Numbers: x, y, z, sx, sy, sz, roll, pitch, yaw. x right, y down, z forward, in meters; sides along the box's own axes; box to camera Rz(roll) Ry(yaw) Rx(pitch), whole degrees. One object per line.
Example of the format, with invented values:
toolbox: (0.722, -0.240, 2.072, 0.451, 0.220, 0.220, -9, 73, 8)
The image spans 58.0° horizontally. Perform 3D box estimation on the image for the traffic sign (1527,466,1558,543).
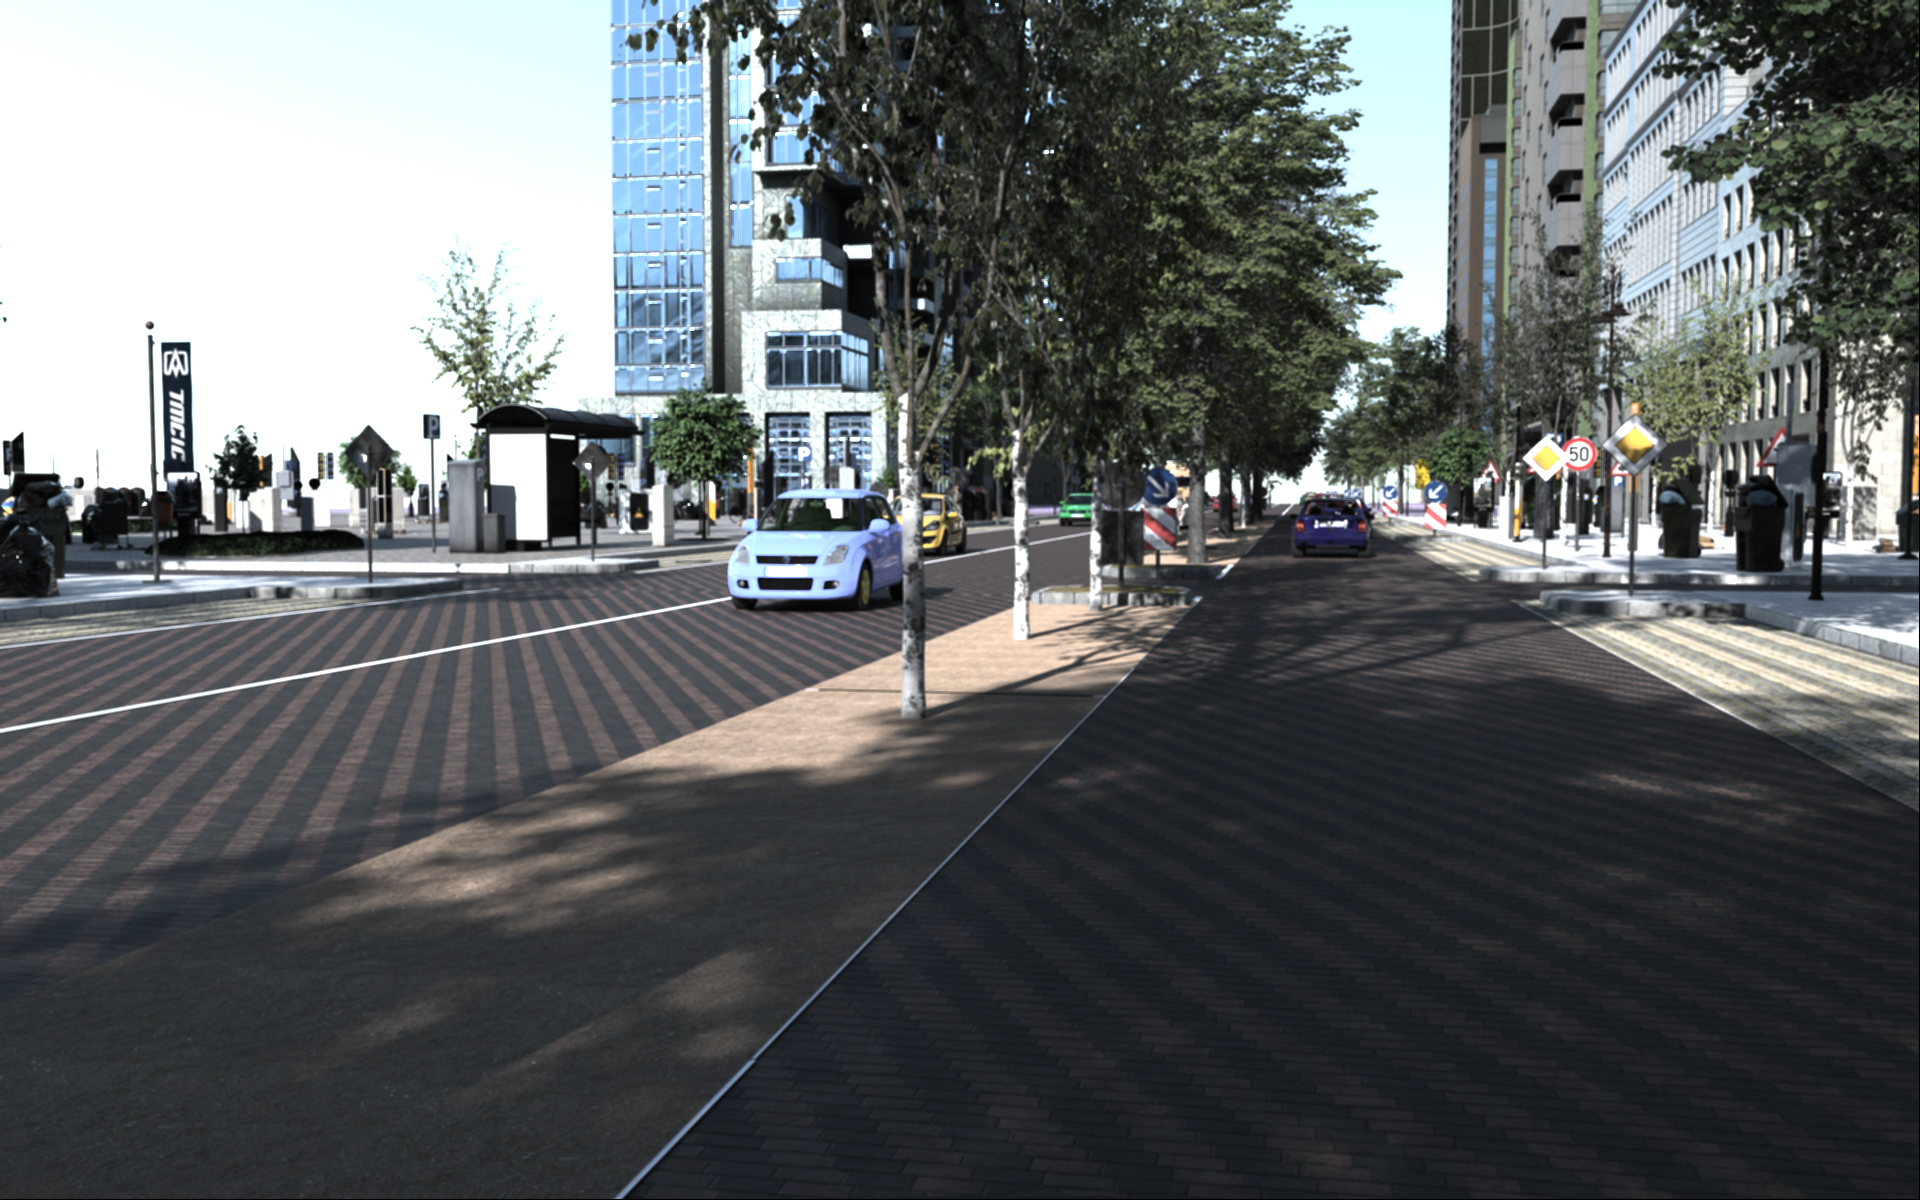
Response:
traffic sign: (15.396, -2.801, 45.806, 0.884, 2.594, 0.081, 1, 4, 12)

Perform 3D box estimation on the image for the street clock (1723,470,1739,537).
street clock: (23.081, -2.895, 51.907, 0.358, 2.002, 0.471, -1, 4, -10)

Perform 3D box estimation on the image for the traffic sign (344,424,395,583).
traffic sign: (-8.517, -1.305, 24.978, 0.795, 2.450, 0.064, 1, 4, 11)

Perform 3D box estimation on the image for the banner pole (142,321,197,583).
banner pole: (-11.473, -2.145, 25.096, 0.863, 3.779, 0.401, 0, 4, 7)

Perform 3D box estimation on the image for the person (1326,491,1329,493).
person: (40.886, -11.257, 192.517, 0.705, 1.831, 1.348, -1, 4, -9)

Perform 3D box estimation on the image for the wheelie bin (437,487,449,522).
wheelie bin: (-23.544, -4.370, 79.354, 0.693, 1.594, 0.980, 0, 4, 1)

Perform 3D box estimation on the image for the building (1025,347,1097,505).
building: (2.255, -22.859, 218.777, 27.650, 21.520, 28.899, 1, 4, 11)

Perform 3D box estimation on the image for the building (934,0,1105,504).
building: (10.851, -57.070, 245.766, 22.319, 86.520, 31.000, 1, 4, 11)

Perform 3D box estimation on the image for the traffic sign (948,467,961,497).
traffic sign: (-0.271, -4.910, 80.380, 0.768, 2.556, 0.104, 1, 4, 19)

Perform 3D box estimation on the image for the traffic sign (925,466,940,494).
traffic sign: (-1.166, -4.666, 76.388, 0.768, 2.556, 0.104, 1, 4, 14)

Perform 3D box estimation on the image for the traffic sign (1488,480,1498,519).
traffic sign: (25.554, -5.119, 83.702, 0.884, 2.594, 0.081, 1, 4, 20)

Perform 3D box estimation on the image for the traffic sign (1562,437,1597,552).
traffic sign: (13.787, -2.357, 38.635, 0.768, 2.556, 0.104, 1, 4, 18)

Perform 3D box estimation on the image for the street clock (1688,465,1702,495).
street clock: (18.330, -2.365, 43.245, 0.358, 2.002, 0.471, 1, 4, 11)

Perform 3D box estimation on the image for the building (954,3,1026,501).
building: (-1.851, -31.247, 161.005, 14.600, 45.320, 14.200, 1, 4, 11)

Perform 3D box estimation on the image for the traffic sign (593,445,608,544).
traffic sign: (-9.373, -2.709, 44.401, 0.768, 2.556, 0.104, 1, 4, 15)

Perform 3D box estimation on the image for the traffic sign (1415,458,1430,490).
traffic sign: (26.638, -6.302, 96.905, 2.265, 3.308, 0.079, 1, 4, 14)

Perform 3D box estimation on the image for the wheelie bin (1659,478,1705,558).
wheelie bin: (14.498, -1.649, 34.861, 0.980, 1.594, 0.693, -3, 5, -44)

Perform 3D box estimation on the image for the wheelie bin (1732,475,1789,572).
wheelie bin: (13.221, -1.268, 28.645, 0.693, 1.594, 0.980, 0, 4, -3)

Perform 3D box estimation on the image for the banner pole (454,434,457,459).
banner pole: (-21.161, -5.059, 72.736, 0.401, 3.779, 0.863, -1, 4, -17)

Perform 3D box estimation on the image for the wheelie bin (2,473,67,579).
wheelie bin: (-13.894, -1.118, 26.181, 0.693, 1.594, 0.980, 3, 5, 39)

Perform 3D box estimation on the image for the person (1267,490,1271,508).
person: (30.855, -10.036, 172.666, 0.705, 1.814, 1.350, 1, 4, 21)

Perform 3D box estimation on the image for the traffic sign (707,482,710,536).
traffic sign: (-7.649, -3.210, 52.586, 0.768, 2.556, 0.104, 1, 4, 16)

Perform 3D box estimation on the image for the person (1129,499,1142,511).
person: (4.997, -2.462, 49.024, 0.793, 1.790, 0.793, -1, 4, -22)

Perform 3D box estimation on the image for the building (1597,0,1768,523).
building: (39.570, -18.795, 84.789, 11.434, 29.767, 29.804, 1, 4, 11)

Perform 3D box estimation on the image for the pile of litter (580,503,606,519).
pile of litter: (-17.951, -4.259, 83.605, 1.176, 0.858, 1.719, -1, 4, -21)

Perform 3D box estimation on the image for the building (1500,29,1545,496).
building: (55.823, -28.838, 155.096, 14.154, 41.232, 14.086, 1, 4, 11)

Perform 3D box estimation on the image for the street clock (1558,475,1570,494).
street clock: (23.247, -3.802, 66.730, 0.471, 2.002, 0.358, -3, 5, -42)

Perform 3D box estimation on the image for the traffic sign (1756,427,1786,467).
traffic sign: (15.887, -2.052, 33.559, 0.884, 2.594, 0.081, 1, 4, 14)

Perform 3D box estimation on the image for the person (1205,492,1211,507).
person: (28.167, -11.466, 196.785, 0.721, 1.723, 1.217, -2, 4, -27)

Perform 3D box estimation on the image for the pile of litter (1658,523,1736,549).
pile of litter: (17.061, -1.617, 40.401, 1.719, 0.858, 1.176, 0, 4, -2)

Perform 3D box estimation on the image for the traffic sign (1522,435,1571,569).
traffic sign: (9.948, -1.578, 29.449, 0.795, 2.450, 0.064, 1, 4, 11)

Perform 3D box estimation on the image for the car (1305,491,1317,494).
car: (49.138, -14.316, 242.738, 2.281, 1.827, 5.304, 1, 4, 9)

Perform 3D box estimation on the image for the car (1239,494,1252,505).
car: (33.357, -11.676, 200.493, 1.945, 1.707, 3.694, 1, 4, 13)

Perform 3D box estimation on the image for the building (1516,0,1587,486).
building: (58.544, -33.258, 133.013, 28.713, 52.752, 27.495, 1, 4, 11)

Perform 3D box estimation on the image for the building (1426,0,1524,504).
building: (69.744, -47.528, 215.336, 20.563, 71.187, 20.611, 1, 4, 11)

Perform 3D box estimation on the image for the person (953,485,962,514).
person: (-0.143, -3.463, 65.665, 0.362, 1.759, 0.519, 2, 4, 31)

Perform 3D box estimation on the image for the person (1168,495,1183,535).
person: (7.589, -3.051, 60.981, 0.503, 1.515, 0.523, -1, 4, -13)

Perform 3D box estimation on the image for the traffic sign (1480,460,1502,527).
traffic sign: (20.315, -4.062, 66.411, 0.884, 2.594, 0.081, 1, 4, 20)

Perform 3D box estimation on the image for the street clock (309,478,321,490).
street clock: (-29.090, -4.498, 78.113, 0.471, 2.002, 0.358, 0, 4, 3)

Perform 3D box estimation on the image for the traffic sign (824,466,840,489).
traffic sign: (-4.737, -3.791, 64.118, 0.606, 2.300, 0.079, 1, 4, 14)

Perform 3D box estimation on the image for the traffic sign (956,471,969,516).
traffic sign: (0.093, -4.615, 77.586, 0.606, 2.300, 0.079, 1, 4, 19)

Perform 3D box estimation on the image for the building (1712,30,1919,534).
building: (34.489, -12.661, 61.763, 10.420, 20.320, 16.860, 1, 4, 11)

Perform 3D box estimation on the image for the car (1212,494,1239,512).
car: (21.287, -7.935, 138.770, 2.155, 1.783, 4.494, 1, 4, 12)

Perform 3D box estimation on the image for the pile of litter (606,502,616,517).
pile of litter: (-19.700, -5.209, 99.138, 1.719, 0.858, 1.176, 0, 4, -4)

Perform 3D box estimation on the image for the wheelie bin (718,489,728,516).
wheelie bin: (-14.288, -5.815, 102.988, 0.980, 1.594, 0.693, 0, 4, -2)

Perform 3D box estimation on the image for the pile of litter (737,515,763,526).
pile of litter: (-8.429, -3.395, 69.474, 1.176, 0.858, 1.719, 1, 4, 18)

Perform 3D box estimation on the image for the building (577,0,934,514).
building: (-12.589, -49.649, 124.437, 22.319, 86.520, 31.000, 1, 4, 11)

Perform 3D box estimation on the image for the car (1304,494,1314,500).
car: (36.351, -10.240, 177.646, 2.015, 1.641, 3.980, 1, 4, 11)

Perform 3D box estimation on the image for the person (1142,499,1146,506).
person: (8.462, -4.270, 78.498, 0.728, 1.800, 0.709, 3, 5, 43)

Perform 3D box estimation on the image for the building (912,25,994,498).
building: (-5.219, -28.368, 147.405, 14.154, 41.232, 14.086, 1, 4, 11)

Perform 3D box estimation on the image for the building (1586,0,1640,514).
building: (48.204, -26.329, 114.072, 14.154, 41.232, 14.086, 1, 4, 11)

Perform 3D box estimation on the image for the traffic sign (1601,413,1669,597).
traffic sign: (8.395, -1.099, 21.616, 0.795, 2.450, 0.064, 1, 4, 11)

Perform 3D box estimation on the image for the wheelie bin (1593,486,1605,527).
wheelie bin: (24.920, -3.603, 66.812, 0.980, 1.594, 0.693, -1, 4, -16)

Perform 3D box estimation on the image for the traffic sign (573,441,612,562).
traffic sign: (-6.964, -1.784, 32.811, 0.795, 2.450, 0.064, 1, 4, 11)

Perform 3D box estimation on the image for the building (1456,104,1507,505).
building: (64.998, -33.586, 199.239, 14.600, 45.320, 14.200, 1, 4, 11)

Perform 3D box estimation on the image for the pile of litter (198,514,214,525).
pile of litter: (-32.150, -3.583, 72.546, 1.719, 0.858, 1.176, 0, 4, -1)

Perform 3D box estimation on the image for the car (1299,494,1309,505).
car: (44.880, -12.974, 223.925, 2.131, 1.459, 4.920, 1, 4, 13)

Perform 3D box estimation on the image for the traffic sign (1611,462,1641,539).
traffic sign: (19.136, -3.054, 49.931, 0.884, 2.594, 0.081, 1, 4, 13)

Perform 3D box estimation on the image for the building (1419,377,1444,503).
building: (78.998, -24.170, 240.211, 27.650, 21.520, 28.899, 1, 4, 11)

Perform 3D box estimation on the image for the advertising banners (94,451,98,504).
advertising banners: (-34.270, -4.435, 68.698, 0.090, 3.025, 2.074, -2, 4, -29)
